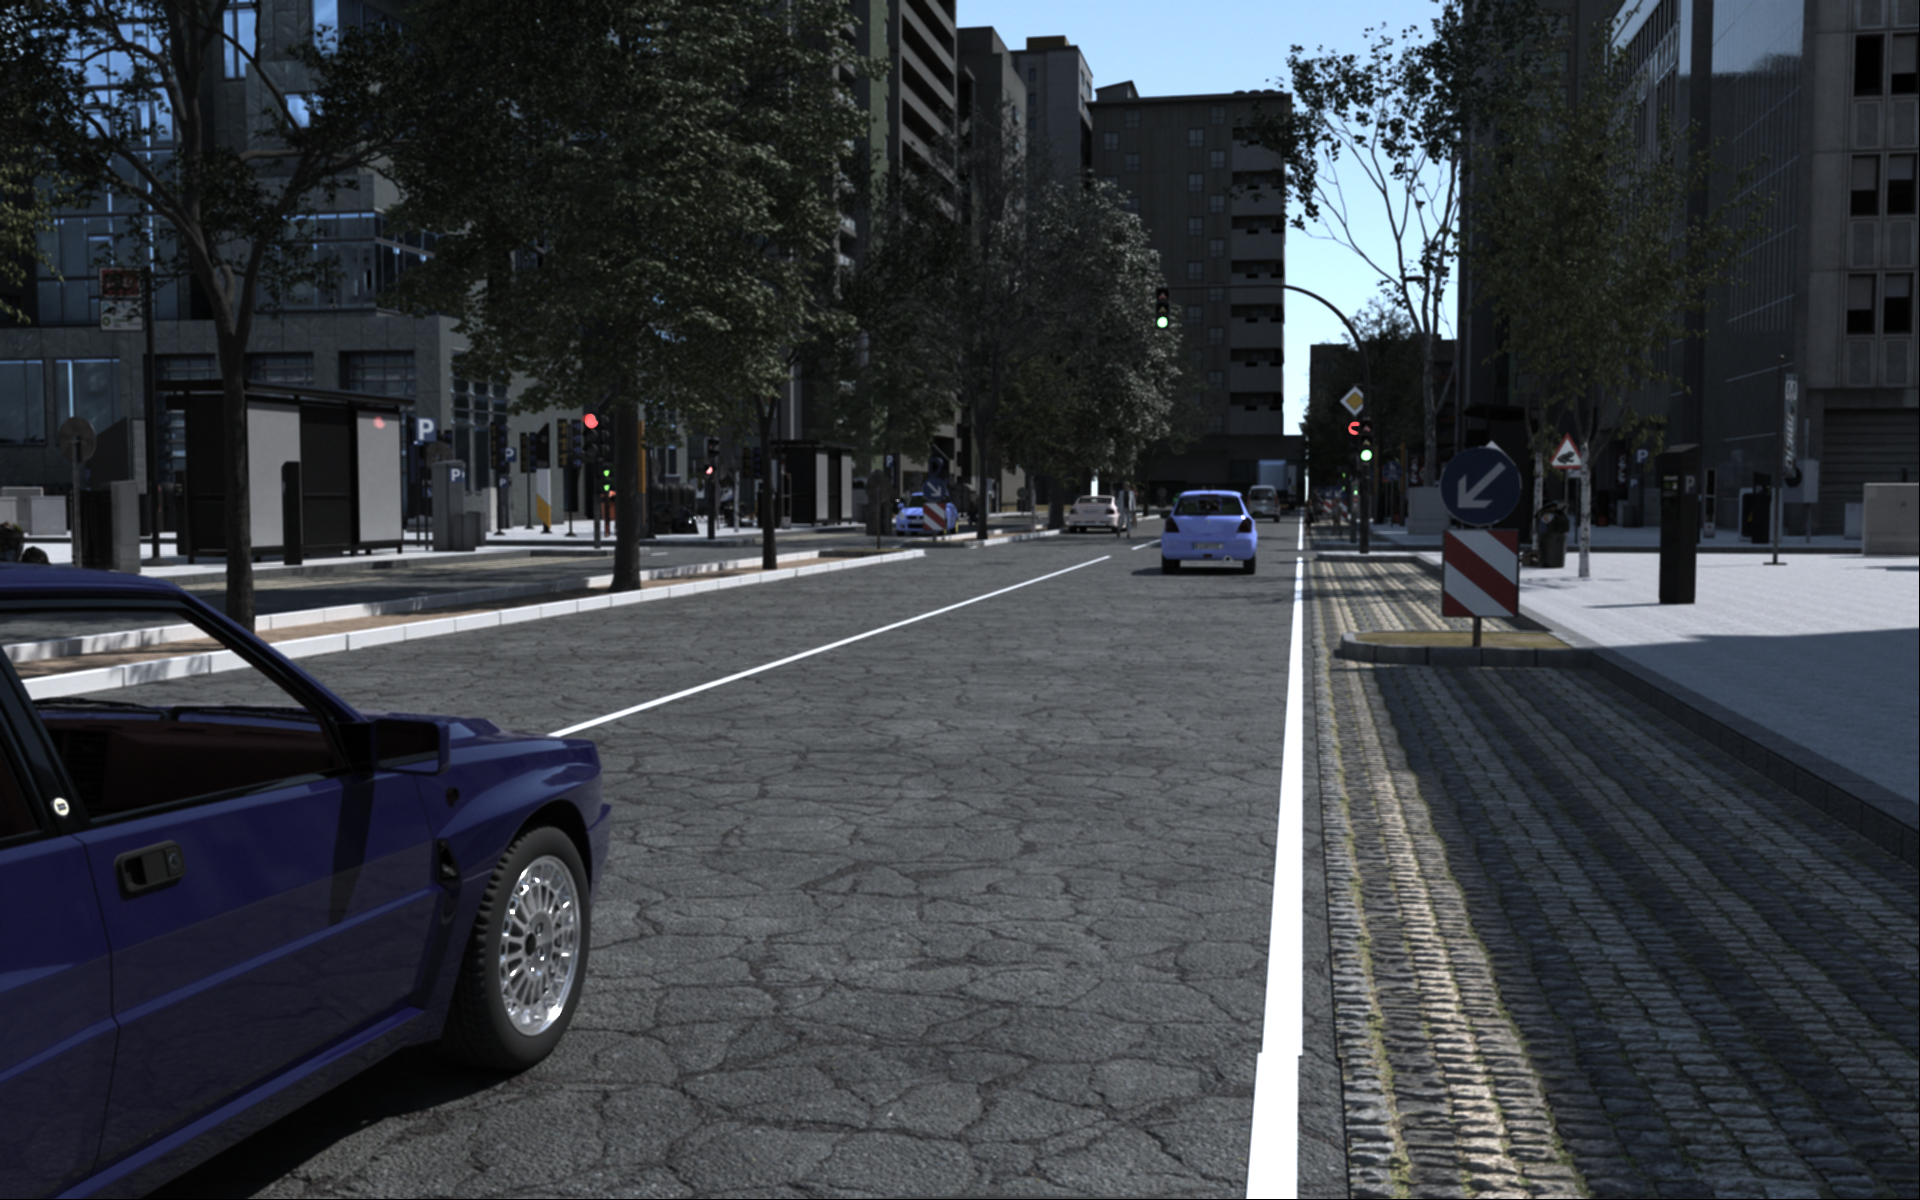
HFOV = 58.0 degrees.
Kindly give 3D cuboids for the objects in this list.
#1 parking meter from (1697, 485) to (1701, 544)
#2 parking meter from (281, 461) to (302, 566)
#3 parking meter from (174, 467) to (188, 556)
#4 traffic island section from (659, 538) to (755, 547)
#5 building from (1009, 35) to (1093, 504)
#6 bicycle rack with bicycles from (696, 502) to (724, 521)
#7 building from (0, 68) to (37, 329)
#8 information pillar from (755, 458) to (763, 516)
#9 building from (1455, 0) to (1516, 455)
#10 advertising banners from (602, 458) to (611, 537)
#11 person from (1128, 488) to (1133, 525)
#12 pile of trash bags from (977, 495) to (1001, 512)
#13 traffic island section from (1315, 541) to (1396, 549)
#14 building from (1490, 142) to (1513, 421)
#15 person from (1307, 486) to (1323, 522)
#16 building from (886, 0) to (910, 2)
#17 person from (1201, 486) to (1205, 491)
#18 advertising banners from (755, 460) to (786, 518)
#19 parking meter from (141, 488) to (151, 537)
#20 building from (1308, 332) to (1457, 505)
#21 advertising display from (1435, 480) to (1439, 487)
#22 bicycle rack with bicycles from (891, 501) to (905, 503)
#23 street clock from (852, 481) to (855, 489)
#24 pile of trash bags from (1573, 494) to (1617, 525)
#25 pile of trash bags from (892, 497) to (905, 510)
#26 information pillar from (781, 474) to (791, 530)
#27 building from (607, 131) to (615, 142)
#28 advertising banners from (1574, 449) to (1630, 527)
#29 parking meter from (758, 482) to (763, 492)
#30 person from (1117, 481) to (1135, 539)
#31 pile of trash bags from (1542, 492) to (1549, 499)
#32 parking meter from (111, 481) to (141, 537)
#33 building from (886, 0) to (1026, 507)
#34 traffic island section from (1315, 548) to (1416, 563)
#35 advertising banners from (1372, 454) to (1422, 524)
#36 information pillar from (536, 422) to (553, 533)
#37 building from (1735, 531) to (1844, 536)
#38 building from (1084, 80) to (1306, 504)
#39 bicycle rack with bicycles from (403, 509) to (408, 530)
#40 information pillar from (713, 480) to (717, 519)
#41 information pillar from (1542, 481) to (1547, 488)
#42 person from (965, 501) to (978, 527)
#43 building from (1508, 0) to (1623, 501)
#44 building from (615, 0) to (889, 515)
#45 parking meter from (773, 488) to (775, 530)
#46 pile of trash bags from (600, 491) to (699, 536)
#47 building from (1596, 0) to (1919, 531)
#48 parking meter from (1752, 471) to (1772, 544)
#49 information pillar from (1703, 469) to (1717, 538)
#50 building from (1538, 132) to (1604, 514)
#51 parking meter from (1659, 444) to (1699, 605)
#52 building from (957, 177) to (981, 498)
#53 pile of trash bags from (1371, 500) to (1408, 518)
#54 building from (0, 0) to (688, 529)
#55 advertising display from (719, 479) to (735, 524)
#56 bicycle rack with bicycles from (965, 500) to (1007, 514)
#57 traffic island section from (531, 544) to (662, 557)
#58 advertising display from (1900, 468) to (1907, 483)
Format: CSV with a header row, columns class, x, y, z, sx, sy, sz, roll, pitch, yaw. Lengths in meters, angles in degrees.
class,x,y,z,sx,sy,sz,roll,pitch,yaw
parking meter,18.936,-2.223,44.754,0.372,1.533,0.369,0,3,0
parking meter,-12.050,-1.561,31.233,0.255,1.863,0.399,-2,4,-33
parking meter,-16.162,-1.863,36.172,0.255,1.863,0.399,2,4,25
traffic island section,-6.990,-1.606,48.547,2.009,0.180,2.903,1,4,11
building,3.005,-41.991,228.558,28.212,58.520,21.231,1,4,11
bicycle rack with bicycles,-12.292,-4.224,82.451,2.852,0.926,2.925,-2,4,-26
building,-55.314,-14.450,81.294,28.899,21.520,27.650,1,4,11
information pillar,-11.451,-6.569,98.757,0.504,3.616,0.183,-1,4,-14
building,57.995,-38.004,163.360,21.231,58.520,28.212,1,4,11
advertising banners,-10.495,-3.373,51.339,0.090,3.025,2.074,0,4,-6
person,7.403,-4.101,76.230,0.598,1.740,0.731,-2,4,-33
pile of trash bags,1.294,-6.822,121.295,3.447,1.369,1.912,1,4,12
traffic island section,10.268,-1.398,45.143,2.009,0.180,2.903,1,4,11
building,51.163,-22.749,143.643,14.160,30.474,14.107,1,4,11
person,17.878,-4.829,87.411,0.822,1.834,0.622,1,4,15
building,-12.771,-31.406,137.193,21.300,48.544,21.600,1,4,11
person,12.483,-4.907,88.502,0.659,1.850,0.755,0,4,-8
advertising banners,-9.669,-5.666,88.833,2.074,3.025,0.090,2,4,33
parking meter,-24.482,-2.662,51.931,0.372,1.533,0.369,0,3,0
building,59.460,-23.045,221.821,28.899,21.520,27.650,1,4,11
advertising display,21.459,-4.451,77.984,0.974,1.923,0.123,1,4,10
bicycle rack with bicycles,-3.391,-4.461,86.320,2.852,0.926,2.925,0,4,-4
street clock,-5.789,-5.379,92.509,0.358,2.002,0.471,1,4,17
pile of trash bags,27.207,-3.887,73.306,1.912,1.369,3.447,-1,4,-20
pile of trash bags,-3.112,-6.903,122.616,3.447,1.369,1.912,-1,4,-14
information pillar,-6.301,-3.559,62.689,0.304,2.012,0.304,-1,4,-18
building,-26.277,-45.534,182.729,20.611,71.187,20.563,1,4,11
advertising banners,25.193,-4.389,67.946,2.074,3.025,0.090,0,4,7
parking meter,-9.704,-4.866,85.277,0.399,1.863,0.255,1,4,8
person,5.284,-2.875,55.386,0.514,1.842,0.818,-1,4,-19
pile of trash bags,24.856,-4.148,77.579,3.447,1.369,1.912,-1,4,-19
parking meter,-15.670,-1.470,32.439,0.372,1.533,0.369,0,3,0
building,-5.254,-33.992,179.475,21.600,48.544,21.300,1,4,11
traffic island section,8.719,-0.919,37.309,2.009,0.180,2.903,1,4,11
advertising banners,18.979,-4.837,75.279,2.074,3.025,0.090,1,4,15
information pillar,-13.594,-3.987,56.542,0.504,3.616,0.183,1,4,22
building,36.150,-14.553,55.964,19.932,24.808,12.078,1,4,11
building,31.707,-39.051,227.722,27.495,52.752,28.713,1,4,11
bicycle rack with bicycles,-20.925,-2.922,61.149,2.925,0.926,2.852,1,4,20
information pillar,-12.917,-5.276,90.750,0.304,2.012,0.304,-1,4,-21
information pillar,33.663,-5.835,99.896,0.304,2.012,0.304,1,4,14
person,0.670,-3.766,75.575,1.012,1.151,0.738,0,4,-7
building,48.370,-27.274,129.521,14.154,41.232,14.086,1,4,11
building,-12.960,-26.136,110.921,14.154,41.232,14.086,1,4,11
parking meter,-6.743,-3.230,61.226,0.372,1.533,0.369,0,3,0
pile of trash bags,-9.994,-2.750,54.723,1.912,1.369,3.447,3,4,36
building,35.945,-15.751,75.555,12.078,24.808,19.932,1,4,11
parking meter,20.686,-2.384,44.683,0.255,1.863,0.399,-2,4,-33
information pillar,21.802,-2.805,50.358,0.304,2.012,0.304,1,4,22
building,42.672,-17.181,99.972,14.314,24.678,30.058,1,4,11
parking meter,8.392,-0.888,20.228,0.399,1.863,0.255,-2,4,-32
building,-6.269,-23.421,154.628,14.160,30.474,14.107,1,4,11
pile of trash bags,23.924,-5.248,95.563,1.912,1.369,3.447,2,4,30
building,-26.669,-46.773,77.417,22.319,86.520,31.000,1,4,11
advertising display,-9.966,-4.221,74.221,0.974,1.923,0.123,3,5,45
bicycle rack with bicycles,1.651,-6.109,113.258,2.925,0.926,2.852,-1,4,-16
traffic island section,-8.538,-1.127,40.713,2.009,0.180,2.903,1,4,11
advertising display,23.712,-2.346,43.566,0.123,1.923,0.974,2,4,26
